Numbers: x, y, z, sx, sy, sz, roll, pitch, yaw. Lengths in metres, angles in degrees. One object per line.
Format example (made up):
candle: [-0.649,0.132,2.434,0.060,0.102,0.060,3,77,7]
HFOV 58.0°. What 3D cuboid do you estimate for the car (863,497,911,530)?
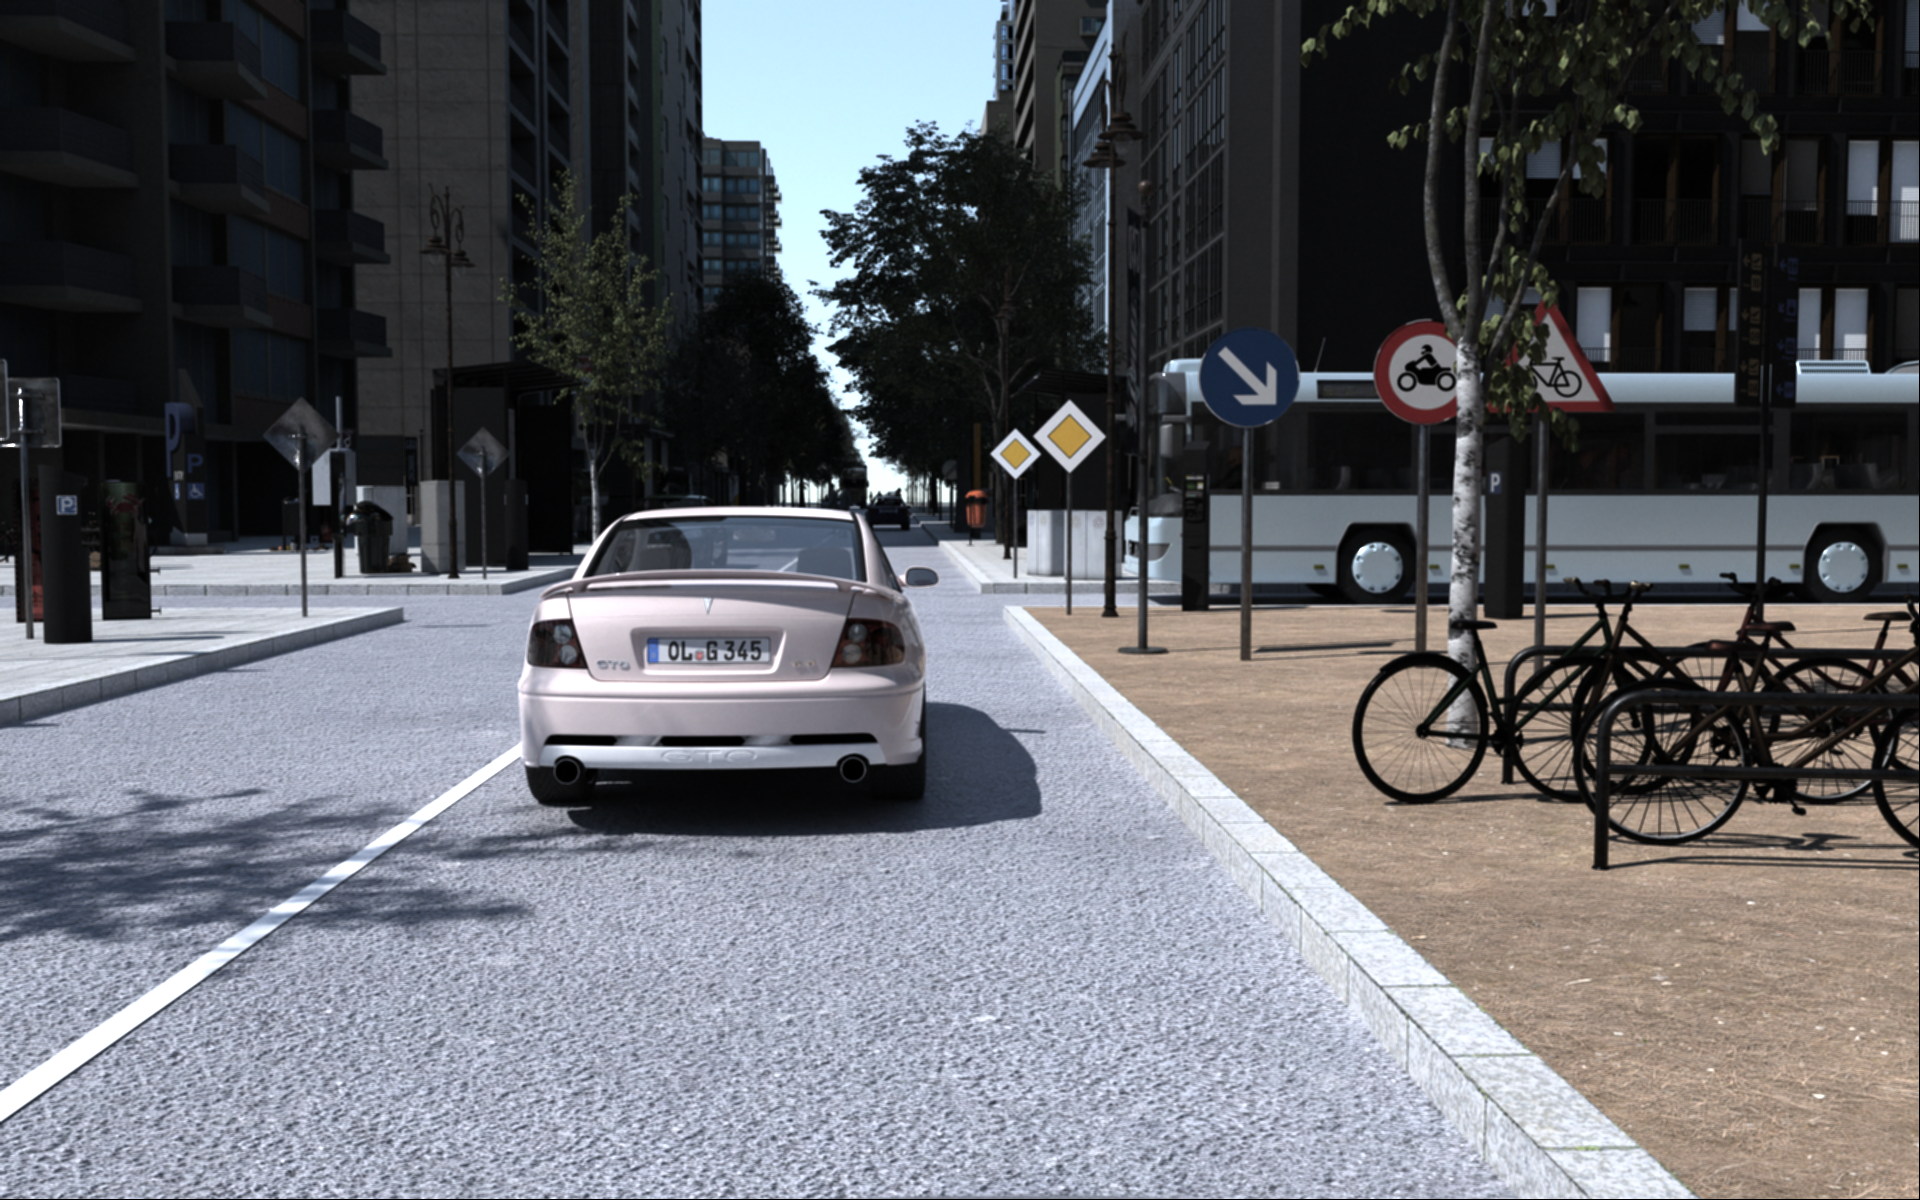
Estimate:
car: [-2.939,-3.502,69.843,1.945,1.354,3.894,0,4,-4]

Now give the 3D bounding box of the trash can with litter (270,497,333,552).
trash can with litter: [-14.937,-1.744,39.574,1.678,1.210,2.233,1,4,16]

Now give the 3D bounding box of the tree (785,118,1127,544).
tree: [0.734,-6.707,44.066,7.601,10.594,8.767,-2,4,-27]

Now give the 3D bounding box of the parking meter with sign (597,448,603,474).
parking meter with sign: [-13.538,-4.075,62.887,1.738,3.016,0.543,-3,5,-42]

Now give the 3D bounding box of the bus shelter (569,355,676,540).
bus shelter: [-10.321,-4.601,52.864,2.179,5.291,8.768,0,4,-2]

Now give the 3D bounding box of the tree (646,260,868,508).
tree: [-10.168,-10.268,84.885,9.611,12.733,9.660,0,3,0]

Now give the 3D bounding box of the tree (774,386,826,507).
tree: [-10.684,-9.586,107.097,4.737,8.622,4.395,0,3,0]

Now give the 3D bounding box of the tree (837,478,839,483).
tree: [-16.297,-17.733,240.288,4.360,8.622,3.978,0,3,0]

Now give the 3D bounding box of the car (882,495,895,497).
car: [-5.640,-7.701,138.499,1.945,1.354,3.894,0,4,-3]

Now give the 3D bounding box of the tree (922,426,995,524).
tree: [0.072,-5.586,75.046,4.285,4.588,4.351,0,3,0]

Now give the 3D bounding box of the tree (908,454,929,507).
tree: [-3.348,-13.589,172.547,4.737,8.622,4.395,0,3,0]

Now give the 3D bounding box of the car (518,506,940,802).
car: [-1.136,0.177,9.474,2.083,1.381,4.827,0,4,-2]

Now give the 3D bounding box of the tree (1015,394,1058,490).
tree: [3.964,-9.025,97.929,4.360,8.622,3.978,0,3,0]

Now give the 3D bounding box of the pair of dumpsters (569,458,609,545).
pair of dumpsters: [-10.391,-2.646,45.762,1.574,2.255,4.437,0,4,-2]

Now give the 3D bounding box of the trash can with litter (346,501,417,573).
trash can with litter: [-9.385,-1.023,28.118,0.624,1.170,1.055,2,4,24]

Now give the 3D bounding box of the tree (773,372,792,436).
tree: [-9.297,-7.406,71.448,4.360,8.622,3.978,0,3,0]

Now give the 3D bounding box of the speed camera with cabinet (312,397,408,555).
speed camera with cabinet: [-12.445,-2.545,35.939,0.660,3.252,2.038,2,4,28]

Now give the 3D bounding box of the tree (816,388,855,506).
tree: [-15.242,-17.255,192.494,12.009,13.543,11.850,0,3,0]

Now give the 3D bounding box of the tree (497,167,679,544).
tree: [-8.286,-5.431,39.156,4.737,8.622,4.395,0,3,0]

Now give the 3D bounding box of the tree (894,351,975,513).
tree: [-1.770,-11.649,116.215,9.928,11.665,9.643,0,3,0]

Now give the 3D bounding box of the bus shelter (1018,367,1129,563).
bus shelter: [2.261,-2.688,35.230,1.731,3.624,6.357,0,4,-2]

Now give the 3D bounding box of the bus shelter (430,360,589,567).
bus shelter: [-8.534,-2.574,33.371,1.731,3.624,6.357,0,4,-2]

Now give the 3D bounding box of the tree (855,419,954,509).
tree: [-2.594,-14.734,151.271,12.009,13.543,11.850,0,3,0]

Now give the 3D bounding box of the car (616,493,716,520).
car: [-5.469,-1.423,33.057,2.009,1.686,4.222,0,4,-1]

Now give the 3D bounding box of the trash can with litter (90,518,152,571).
trash can with litter: [-14.244,-1.092,29.249,0.624,1.170,1.055,1,4,14]

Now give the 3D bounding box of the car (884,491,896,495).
car: [-9.611,-14.517,246.022,2.281,1.827,5.304,0,4,-3]

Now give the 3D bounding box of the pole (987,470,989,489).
pole: [1.487,-6.132,94.104,0.158,3.312,0.155,0,3,0]

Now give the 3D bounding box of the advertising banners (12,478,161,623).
advertising banners: [-9.161,-1.291,17.291,2.074,3.025,0.090,-2,4,-28]

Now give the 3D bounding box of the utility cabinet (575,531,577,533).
utility cabinet: [-12.563,-2.837,57.540,1.020,1.237,0.306,2,4,32]

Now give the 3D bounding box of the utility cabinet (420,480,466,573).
utility cabinet: [-8.425,-1.194,28.201,0.318,1.500,1.173,0,4,5]

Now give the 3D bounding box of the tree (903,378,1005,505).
tree: [-0.251,-8.511,89.510,4.360,8.622,3.978,0,3,0]

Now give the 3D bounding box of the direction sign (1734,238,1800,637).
direction sign: [7.273,-1.447,15.660,0.876,3.537,0.379,-2,4,-32]

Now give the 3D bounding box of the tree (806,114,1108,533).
tree: [0.007,-9.230,57.567,9.857,13.997,8.962,0,3,0]

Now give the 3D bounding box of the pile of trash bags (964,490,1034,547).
pile of trash bags: [1.535,-1.996,42.389,3.447,1.369,1.912,3,4,36]

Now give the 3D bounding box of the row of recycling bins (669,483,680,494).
row of recycling bins: [-10.730,-3.328,61.528,1.069,1.692,3.534,0,4,7]

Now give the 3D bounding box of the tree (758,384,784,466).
tree: [-12.534,-11.998,130.584,8.767,10.594,7.601,0,4,2]

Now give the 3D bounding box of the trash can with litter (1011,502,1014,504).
trash can with litter: [1.857,-2.957,59.728,1.055,1.170,0.624,2,4,34]

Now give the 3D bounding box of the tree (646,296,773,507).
tree: [-9.901,-6.983,64.534,4.360,8.622,3.978,0,3,0]

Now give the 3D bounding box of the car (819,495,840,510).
car: [-8.939,-6.772,122.729,2.014,1.417,4.499,0,4,-1]

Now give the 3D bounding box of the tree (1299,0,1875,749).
tree: [2.789,-3.556,8.509,4.737,8.622,4.395,0,3,0]

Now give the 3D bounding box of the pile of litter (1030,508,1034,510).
pile of litter: [2.408,-2.508,54.965,1.176,0.858,1.719,-2,4,-34]

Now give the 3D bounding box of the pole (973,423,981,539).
pole: [0.489,-3.417,49.717,0.158,3.312,0.155,0,3,0]

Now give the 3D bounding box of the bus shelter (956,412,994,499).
bus shelter: [0.718,-6.413,82.479,2.179,5.291,8.768,0,4,-2]

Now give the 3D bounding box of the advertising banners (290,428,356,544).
advertising banners: [-16.614,-3.003,45.292,0.090,3.025,2.074,2,4,31]
